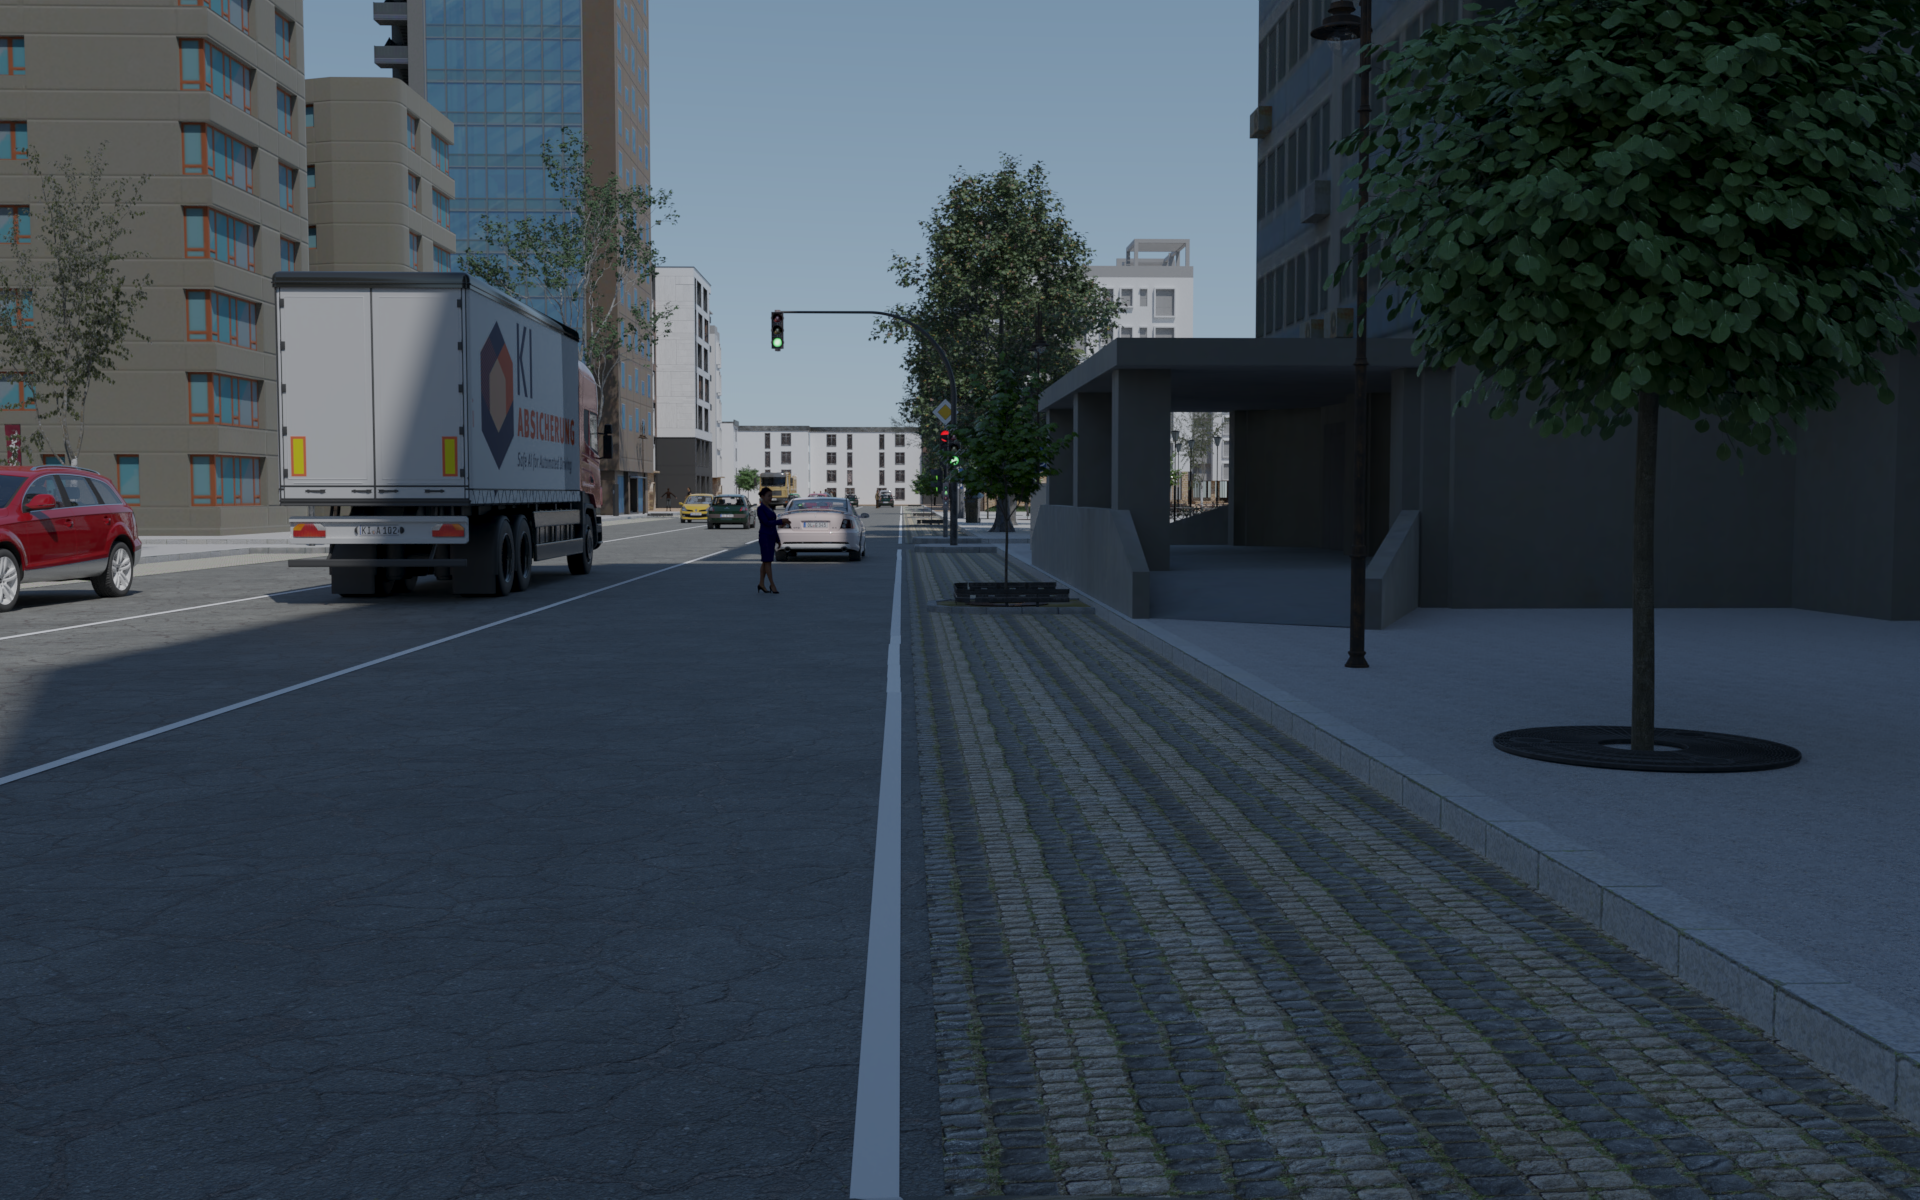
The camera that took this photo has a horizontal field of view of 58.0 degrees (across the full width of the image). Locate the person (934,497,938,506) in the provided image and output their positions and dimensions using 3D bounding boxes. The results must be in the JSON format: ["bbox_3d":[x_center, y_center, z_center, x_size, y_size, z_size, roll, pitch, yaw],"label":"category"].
[{"bbox_3d":[-2.725,-11.252,190.019,0.705,1.823,1.348,1,4,16],"label":"person"}]

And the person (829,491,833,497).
[{"bbox_3d":[-11.826,-9.237,160.309,0.721,1.735,1.217,-1,4,-19],"label":"person"}]

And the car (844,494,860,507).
[{"bbox_3d":[-12.158,-11.198,192.878,2.009,1.686,4.222,0,4,-4],"label":"car"}]

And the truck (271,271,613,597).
[{"bbox_3d":[-7.644,-2.357,27.445,2.839,4.237,11.283,0,4,-2],"label":"truck"}]

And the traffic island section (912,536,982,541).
[{"bbox_3d":[-0.408,-1.773,51.272,2.009,0.180,2.903,0,4,-2],"label":"traffic island section"}]

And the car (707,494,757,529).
[{"bbox_3d":[-9.445,-3.786,71.688,2.009,1.686,4.222,0,4,-2],"label":"car"}]

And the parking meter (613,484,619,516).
[{"bbox_3d":[-19.955,-5.791,100.397,0.255,1.863,0.399,-2,4,-32],"label":"parking meter"}]

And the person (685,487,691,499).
[{"bbox_3d":[-21.334,-7.959,136.189,0.705,1.822,1.348,-2,4,-26],"label":"person"}]

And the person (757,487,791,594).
[{"bbox_3d":[-2.663,-0.861,24.944,0.546,1.535,0.453,0,4,3],"label":"person"}]

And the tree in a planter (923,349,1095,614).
[{"bbox_3d":[0.580,-1.477,21.373,1.991,3.239,1.994,0,4,-2],"label":"tree in a planter"}]

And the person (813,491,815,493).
[{"bbox_3d":[-14.715,-10.097,174.518,0.436,1.711,0.756,3,5,39],"label":"person"}]

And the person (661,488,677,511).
[{"bbox_3d":[-21.713,-7.476,129.105,1.217,1.723,0.721,0,4,0],"label":"person"}]

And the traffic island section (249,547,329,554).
[{"bbox_3d":[-16.013,-1.253,42.767,2.009,0.180,2.903,0,4,-2],"label":"traffic island section"}]

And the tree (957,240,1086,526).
[{"bbox_3d":[1.713,-9.316,70.437,7.486,12.596,7.792,0,3,0],"label":"tree"}]

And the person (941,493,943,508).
[{"bbox_3d":[-1.661,-9.655,163.768,0.599,1.838,0.709,1,4,18],"label":"person"}]

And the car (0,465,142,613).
[{"bbox_3d":[-12.596,-0.847,22.523,2.281,1.827,5.304,0,4,-2],"label":"car"}]

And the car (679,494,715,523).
[{"bbox_3d":[-12.992,-4.680,86.737,2.015,1.641,3.980,0,4,-2],"label":"car"}]

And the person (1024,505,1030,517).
[{"bbox_3d":[3.697,-5.428,95.506,0.376,1.734,0.841,1,4,13],"label":"person"}]

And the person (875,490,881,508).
[{"bbox_3d":[-8.240,-10.055,173.000,0.705,1.812,1.348,-2,4,-26],"label":"person"}]

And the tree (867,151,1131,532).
[{"bbox_3d":[1.481,-8.654,58.494,9.611,12.733,9.660,0,3,0],"label":"tree"}]

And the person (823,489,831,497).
[{"bbox_3d":[-9.904,-7.298,127.804,1.348,1.826,0.705,1,4,14],"label":"person"}]

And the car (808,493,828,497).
[{"bbox_3d":[-10.165,-7.045,124.225,2.155,1.783,4.494,0,4,-1],"label":"car"}]

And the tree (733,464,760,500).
[{"bbox_3d":[-22.928,-12.462,187.461,4.285,4.588,4.351,0,3,0],"label":"tree"}]

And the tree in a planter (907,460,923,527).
[{"bbox_3d":[-1.243,-4.814,75.932,1.991,3.239,1.994,0,4,-2],"label":"tree in a planter"}]

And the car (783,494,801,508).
[{"bbox_3d":[-17.561,-10.585,181.855,1.959,1.807,4.718,0,4,-1],"label":"car"}]

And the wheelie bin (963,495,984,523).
[{"bbox_3d":[0.587,-4.226,77.007,0.980,1.594,0.693,1,4,13],"label":"wheelie bin"}]

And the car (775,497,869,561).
[{"bbox_3d":[-3.063,-1.592,38.390,2.083,1.381,4.827,0,4,-1],"label":"car"}]

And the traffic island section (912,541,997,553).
[{"bbox_3d":[-0.141,-1.285,43.291,2.009,0.180,2.903,0,4,-2],"label":"traffic island section"}]

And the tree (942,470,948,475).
[{"bbox_3d":[-1.102,-12.017,146.846,4.737,8.622,4.395,0,3,0],"label":"tree"}]

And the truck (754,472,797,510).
[{"bbox_3d":[-16.502,-9.841,156.832,3.469,3.379,9.791,0,3,0],"label":"truck"}]

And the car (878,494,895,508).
[{"bbox_3d":[-7.900,-10.701,184.750,2.009,1.686,4.222,0,4,-2],"label":"car"}]

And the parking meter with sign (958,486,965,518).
[{"bbox_3d":[0.033,-5.860,92.074,0.543,3.016,1.738,0,4,3],"label":"parking meter with sign"}]

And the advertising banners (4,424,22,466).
[{"bbox_3d":[-22.920,-2.867,43.066,2.074,3.025,0.090,1,4,19],"label":"advertising banners"}]
